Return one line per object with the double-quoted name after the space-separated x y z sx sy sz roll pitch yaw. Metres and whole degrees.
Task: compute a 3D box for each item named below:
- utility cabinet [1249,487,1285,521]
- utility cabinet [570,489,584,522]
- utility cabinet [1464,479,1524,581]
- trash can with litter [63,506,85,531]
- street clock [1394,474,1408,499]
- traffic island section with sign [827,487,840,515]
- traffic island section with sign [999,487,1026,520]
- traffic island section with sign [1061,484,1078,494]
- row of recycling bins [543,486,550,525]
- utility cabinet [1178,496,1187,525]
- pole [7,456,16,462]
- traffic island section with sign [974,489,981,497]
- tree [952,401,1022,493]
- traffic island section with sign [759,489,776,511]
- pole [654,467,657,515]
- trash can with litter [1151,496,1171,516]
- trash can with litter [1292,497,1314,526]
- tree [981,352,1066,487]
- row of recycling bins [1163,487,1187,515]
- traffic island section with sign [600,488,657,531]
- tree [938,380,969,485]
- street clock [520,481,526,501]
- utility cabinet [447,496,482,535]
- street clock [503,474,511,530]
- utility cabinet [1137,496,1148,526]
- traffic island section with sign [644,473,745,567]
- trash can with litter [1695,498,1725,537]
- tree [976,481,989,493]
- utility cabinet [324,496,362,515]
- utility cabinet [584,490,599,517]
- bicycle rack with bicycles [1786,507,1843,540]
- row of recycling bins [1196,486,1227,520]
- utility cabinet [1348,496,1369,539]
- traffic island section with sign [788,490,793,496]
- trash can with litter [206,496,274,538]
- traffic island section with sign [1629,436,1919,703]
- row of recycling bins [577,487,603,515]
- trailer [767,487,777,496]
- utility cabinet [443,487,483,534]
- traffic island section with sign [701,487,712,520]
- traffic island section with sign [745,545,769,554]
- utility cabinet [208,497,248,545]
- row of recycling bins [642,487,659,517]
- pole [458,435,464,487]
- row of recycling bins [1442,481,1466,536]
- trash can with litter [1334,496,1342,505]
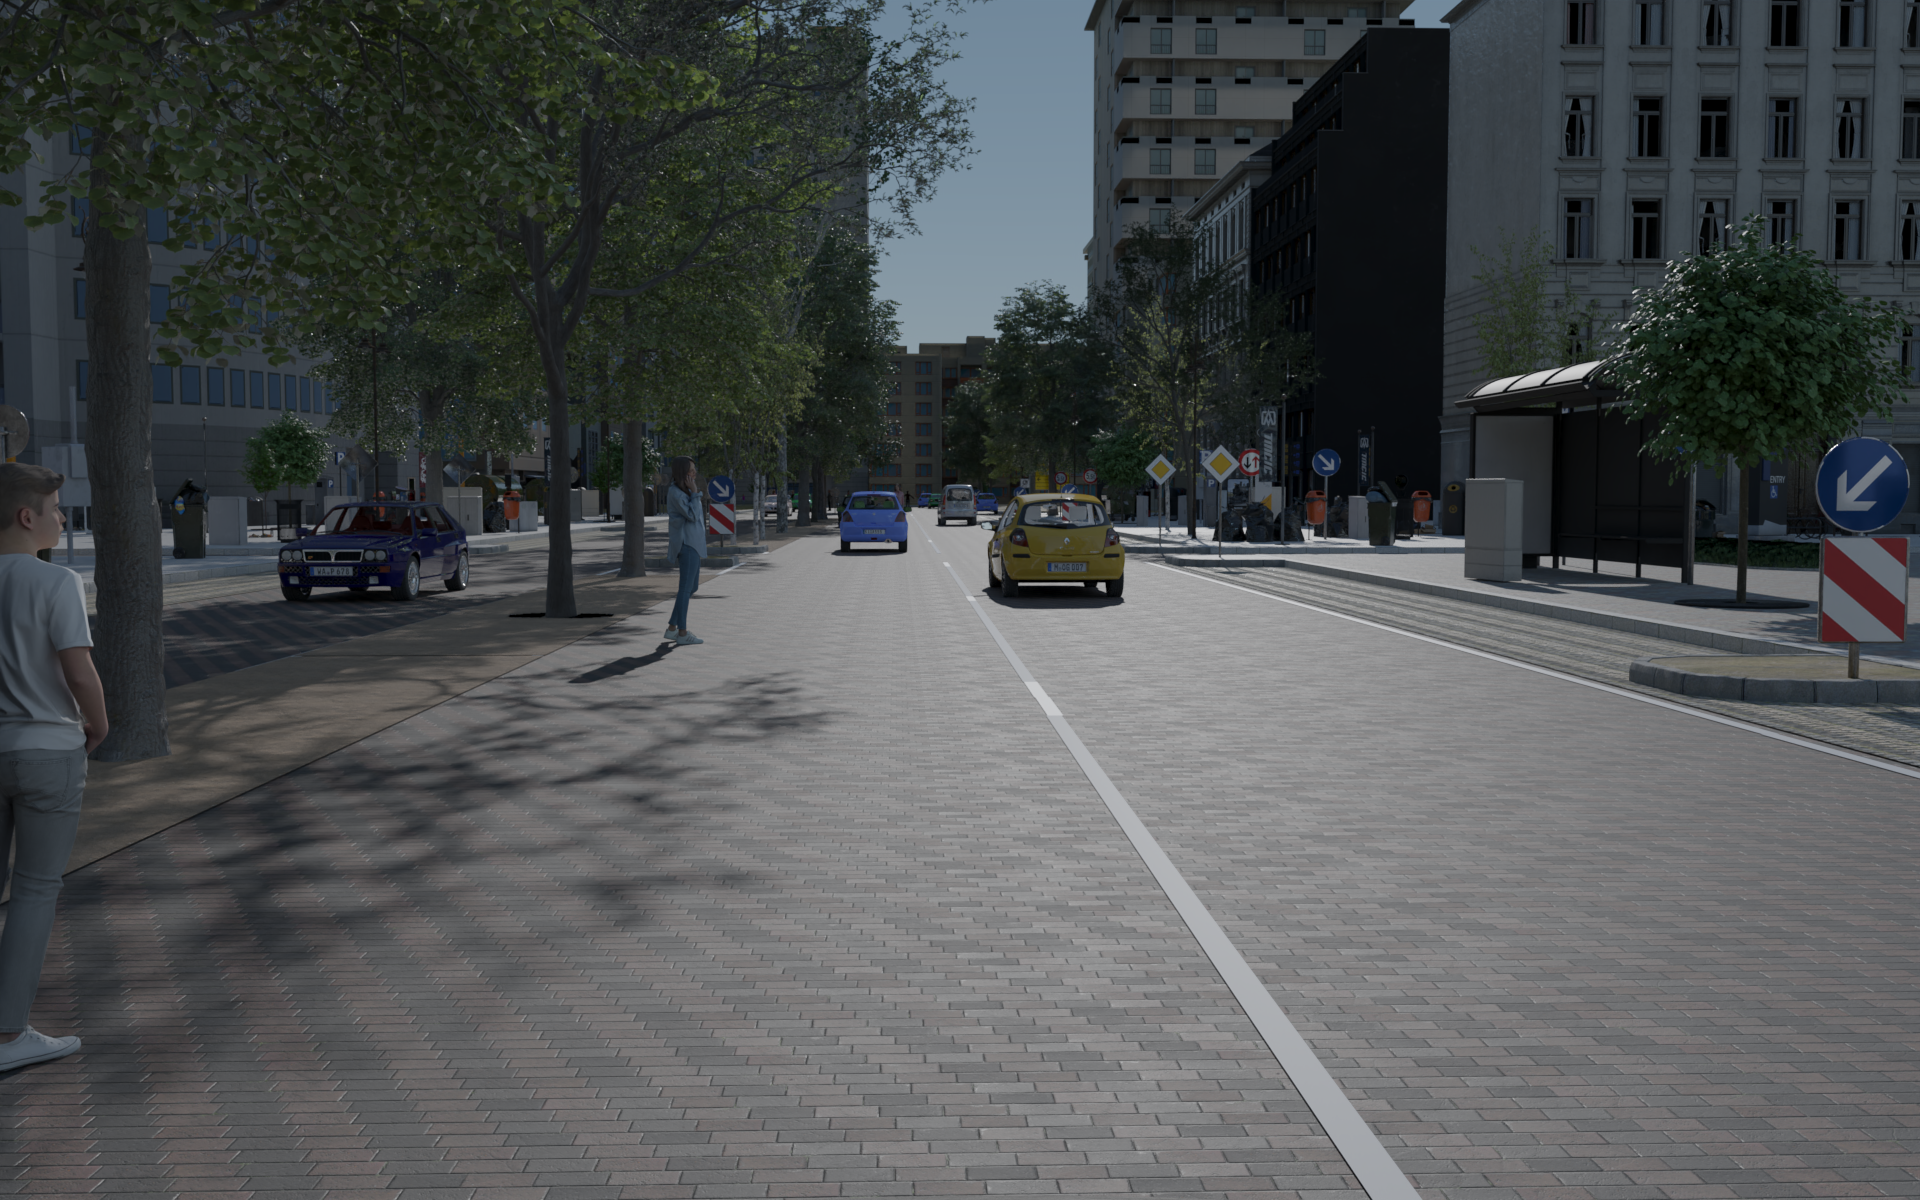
9.505 -2.752 53.679 1.173 1.500 0.318 -2 4 -27 "utility cabinet"
-17.801 -4.324 79.383 0.318 1.500 1.173 1 4 19 "utility cabinet"
7.885 -1.034 25.579 0.318 1.500 1.173 -1 4 -11 "utility cabinet"
-31.262 -3.021 60.451 1.678 1.210 2.233 0 4 3 "trash can with litter"
16.149 -3.600 63.423 0.471 2.002 0.358 1 4 20 "street clock"
-8.510 -6.687 117.473 2.006 1.907 1.989 0 4 -2 "traffic island section with sign"
3.125 -5.261 94.644 1.989 1.847 2.006 0 4 -2 "traffic island section with sign"
4.106 -3.613 67.697 1.989 1.847 2.006 0 4 -2 "traffic island section with sign"
-16.836 -3.990 72.345 1.069 1.692 3.534 -1 4 -16 "row of recycling bins"
9.292 -3.671 71.184 0.306 1.237 1.020 -1 4 -17 "utility cabinet"
-24.831 -3.150 45.353 0.158 3.312 0.155 0 3 0 "pole"
1.302 -8.329 144.803 1.989 1.847 2.006 0 4 -2 "traffic island section with sign"
3.063 -13.746 159.155 8.767 10.594 7.601 2 4 34 "tree"
-15.668 -8.311 144.515 1.989 1.847 2.006 0 4 -2 "traffic island section with sign"
-18.595 -6.840 105.676 0.158 3.312 0.155 0 3 0 "pole"
11.496 -5.522 101.346 1.678 1.210 2.233 1 4 20 "trash can with litter"
13.756 -3.518 68.900 1.055 1.170 0.624 2 4 32 "trash can with litter"
5.198 -13.277 135.198 7.486 12.596 7.792 0 3 0 "tree"
13.102 -6.015 105.464 1.069 1.692 3.534 1 4 21 "row of recycling bins"
-12.867 -3.600 67.492 1.989 1.847 2.006 0 4 -2 "traffic island section with sign"
2.204 -17.097 186.195 9.857 13.997 8.962 0 3 0 "tree"
-23.930 -5.517 94.771 0.358 2.002 0.471 1 4 11 "street clock"
-15.397 -2.608 53.795 1.020 1.237 0.306 1 4 10 "utility cabinet"
-16.128 -3.504 61.859 0.358 2.002 0.471 -1 4 -15 "street clock"
7.297 -3.551 69.220 0.306 1.237 1.020 1 4 16 "utility cabinet"
-5.505 -1.642 34.982 2.006 1.907 1.989 0 4 -2 "traffic island section with sign"
19.747 -2.101 45.734 1.055 1.170 0.624 -2 4 -31 "trash can with litter"
2.513 -12.231 194.582 1.663 3.219 1.824 0 3 0 "tree"
-20.037 -2.750 56.125 1.020 1.237 0.306 -2 4 -31 "utility cabinet"
-20.845 -5.403 97.021 1.173 1.500 0.318 -2 4 -24 "utility cabinet"
23.907 -2.215 49.602 2.852 0.926 2.925 -3 5 -44 "bicycle rack with bicycles"
13.131 -4.923 87.602 1.069 1.692 3.534 3 4 38 "row of recycling bins"
11.553 -2.384 50.139 0.306 1.237 1.020 2 4 31 "utility cabinet"
-16.659 -9.959 171.452 1.989 1.847 2.006 0 4 -2 "traffic island section with sign"
-21.191 -2.452 51.146 2.233 1.210 1.678 0 4 0 "trash can with litter"
6.102 -0.252 12.744 1.989 1.847 2.006 0 4 -2 "traffic island section with sign"
-23.519 -6.026 105.633 3.534 1.692 1.069 0 4 -1 "row of recycling bins"
-16.158 -8.712 149.485 1.471 1.999 3.904 0 4 -4 "trailer"
-15.846 -2.847 55.220 1.173 1.500 0.318 -1 4 -9 "utility cabinet"
-13.862 -5.274 94.863 1.989 1.847 2.006 0 4 -2 "traffic island section with sign"
-5.765 -2.095 42.385 2.006 1.907 1.989 0 4 -2 "traffic island section with sign"
-18.387 -1.978 43.501 1.020 1.237 0.306 1 4 22 "utility cabinet"
-20.306 -6.477 113.015 1.069 1.692 3.534 0 4 -3 "row of recycling bins"
-17.278 -4.051 60.071 0.158 3.312 0.155 0 3 0 "pole"
16.120 -2.780 52.560 1.069 1.692 3.534 -2 4 -33 "row of recycling bins"
12.870 -2.951 59.301 1.678 1.210 2.233 0 4 6 "trash can with litter"
